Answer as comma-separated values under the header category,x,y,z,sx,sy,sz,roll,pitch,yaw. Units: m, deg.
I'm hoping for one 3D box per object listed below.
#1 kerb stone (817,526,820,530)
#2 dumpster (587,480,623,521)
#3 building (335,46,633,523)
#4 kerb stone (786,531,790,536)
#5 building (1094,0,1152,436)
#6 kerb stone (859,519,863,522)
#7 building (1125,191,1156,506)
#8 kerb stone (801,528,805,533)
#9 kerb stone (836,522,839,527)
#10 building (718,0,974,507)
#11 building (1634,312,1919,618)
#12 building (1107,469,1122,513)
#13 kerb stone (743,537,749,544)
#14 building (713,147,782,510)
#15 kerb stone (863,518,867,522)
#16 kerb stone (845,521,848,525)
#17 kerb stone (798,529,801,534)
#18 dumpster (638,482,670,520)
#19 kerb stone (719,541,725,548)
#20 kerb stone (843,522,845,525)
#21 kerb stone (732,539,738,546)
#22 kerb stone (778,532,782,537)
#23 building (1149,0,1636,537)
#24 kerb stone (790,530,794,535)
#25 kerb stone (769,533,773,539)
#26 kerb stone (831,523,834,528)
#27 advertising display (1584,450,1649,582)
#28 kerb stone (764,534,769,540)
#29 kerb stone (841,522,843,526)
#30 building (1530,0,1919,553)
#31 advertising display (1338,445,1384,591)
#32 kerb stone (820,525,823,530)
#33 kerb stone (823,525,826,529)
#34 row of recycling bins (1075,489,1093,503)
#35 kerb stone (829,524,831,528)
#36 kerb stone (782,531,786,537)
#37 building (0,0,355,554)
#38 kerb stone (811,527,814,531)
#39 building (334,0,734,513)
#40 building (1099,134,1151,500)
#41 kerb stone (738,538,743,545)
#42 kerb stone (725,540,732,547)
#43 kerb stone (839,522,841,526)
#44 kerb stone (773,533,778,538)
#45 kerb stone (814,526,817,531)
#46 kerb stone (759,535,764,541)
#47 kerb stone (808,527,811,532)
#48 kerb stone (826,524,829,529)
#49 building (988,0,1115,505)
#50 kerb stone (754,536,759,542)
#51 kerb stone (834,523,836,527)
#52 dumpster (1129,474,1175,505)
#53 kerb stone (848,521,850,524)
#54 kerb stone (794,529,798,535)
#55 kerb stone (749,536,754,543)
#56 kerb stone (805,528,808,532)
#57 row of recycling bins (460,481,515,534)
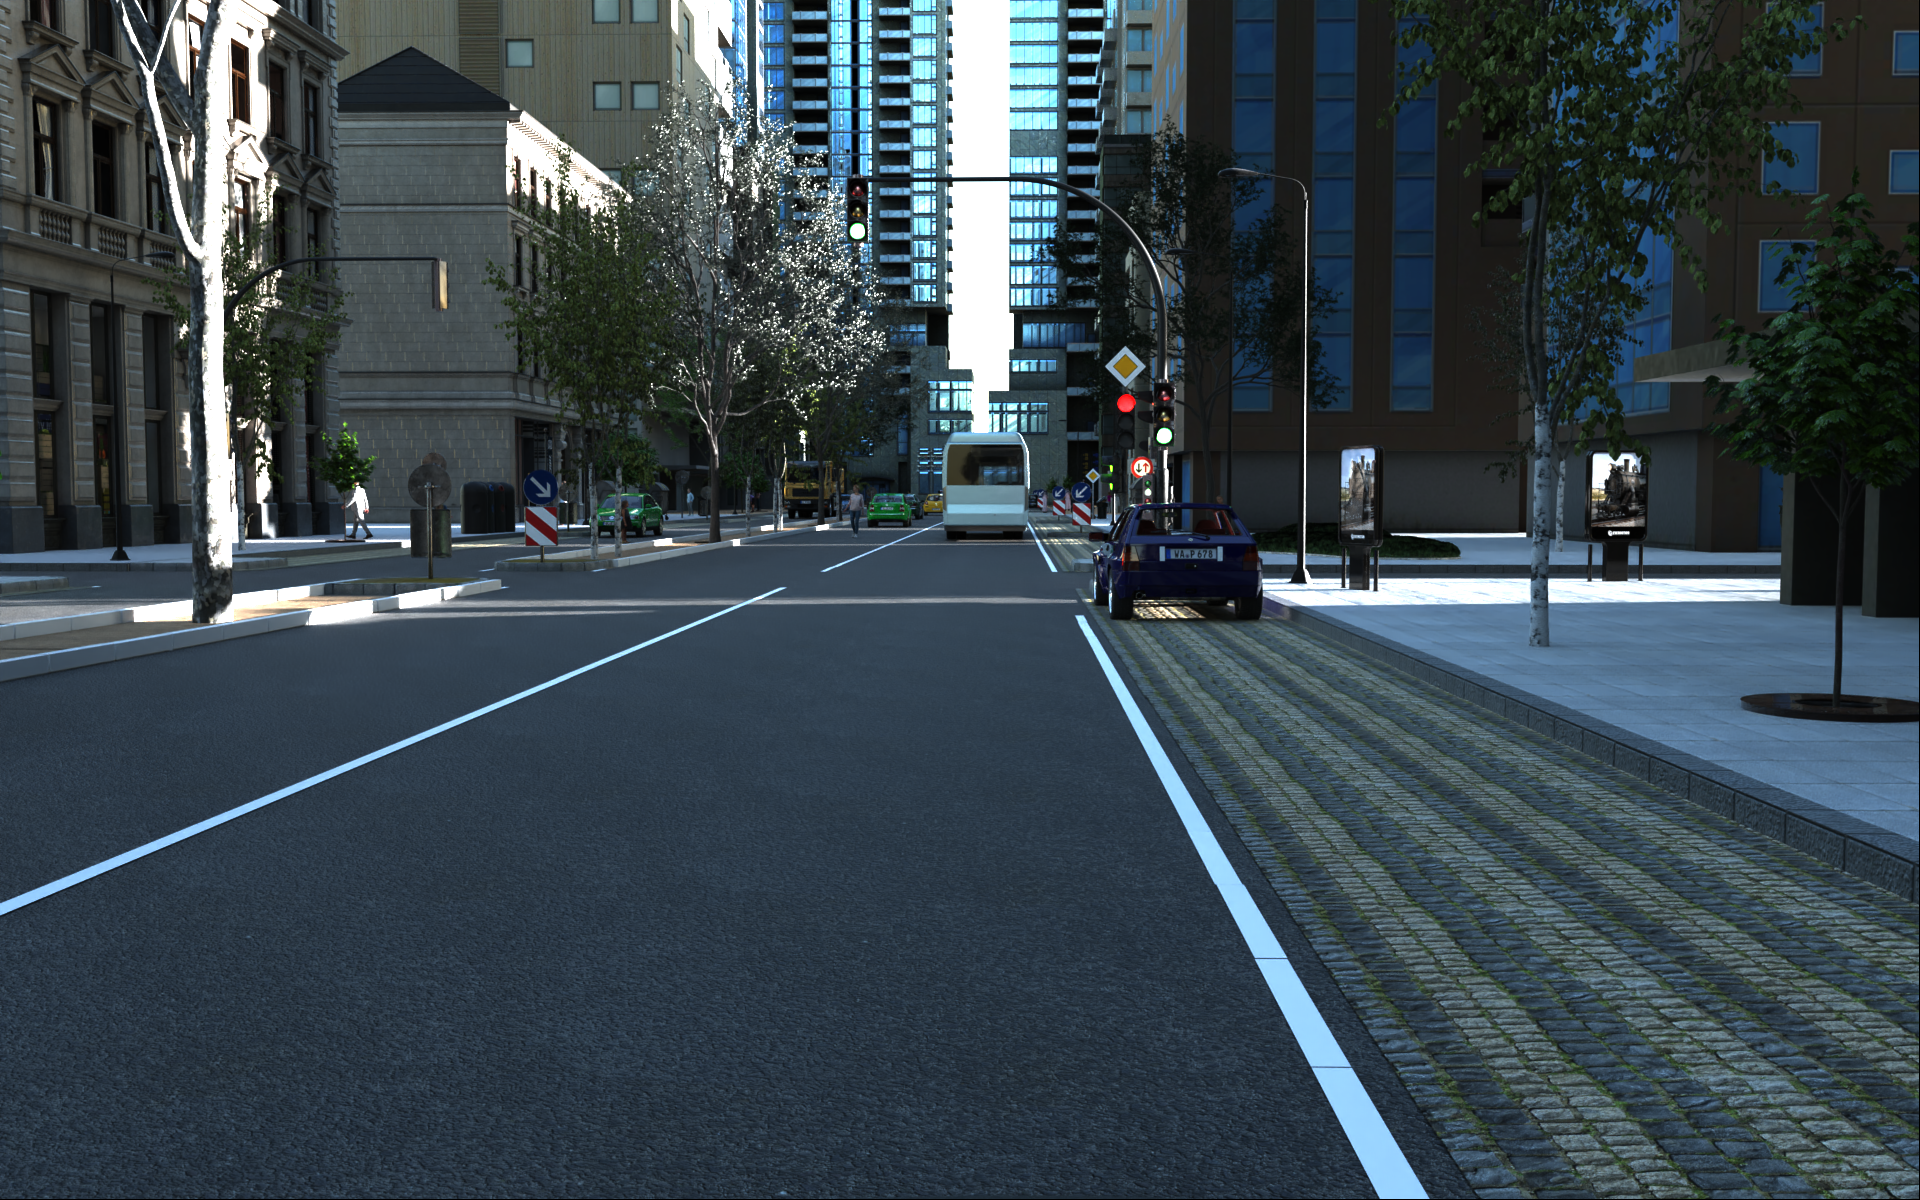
category,x,y,z,sx,sy,sz,roll,pitch,yaw
kerb stone,-5.715,-2.810,68.196,0.120,0.150,1.000,0,4,2
dumpster,-15.231,-4.180,74.105,1.264,1.857,1.865,0,4,2
building,-23.858,-13.785,76.301,10.553,20.767,40.483,0,4,2
kerb stone,-5.991,-2.248,58.949,0.120,0.150,1.000,0,4,2
building,24.280,-33.302,164.103,23.786,49.044,30.456,0,4,2
kerb stone,-5.133,-4.003,87.651,0.120,0.150,1.000,0,4,2
building,23.685,-15.178,93.200,27.650,21.520,28.899,0,4,2
kerb stone,-5.871,-2.499,63.059,0.120,0.150,1.000,0,4,2
kerb stone,-5.503,-3.251,75.354,0.120,0.150,1.000,0,4,2
building,-13.863,-54.563,204.777,31.000,86.520,22.319,0,4,2
building,18.823,-21.495,6.074,22.147,44.769,28.867,0,4,2
building,26.971,-26.337,122.492,32.217,40.220,23.993,0,4,2
kerb stone,-6.269,-1.684,49.733,0.120,0.150,1.000,0,4,2
building,-22.806,-22.773,144.038,14.160,30.474,14.107,0,4,2
kerb stone,-5.034,-4.191,90.727,0.120,0.150,1.000,0,4,2
kerb stone,-5.378,-3.502,79.455,0.120,0.150,1.000,0,4,2
kerb stone,-5.907,-2.434,62.024,0.120,0.150,1.000,0,4,2
dumpster,-14.912,-4.799,84.216,1.264,1.857,1.865,0,4,2
kerb stone,-6.392,-1.429,45.642,0.120,0.150,1.000,0,4,2
kerb stone,-5.413,-3.440,78.433,0.120,0.150,1.000,0,4,2
kerb stone,-6.331,-1.557,47.688,0.120,0.150,1.000,0,4,2
kerb stone,-6.057,-2.122,56.902,0.120,0.150,1.000,0,4,2
building,14.415,-25.205,62.213,14.600,45.320,14.200,0,4,2
kerb stone,-5.963,-2.305,59.981,0.120,0.150,1.000,0,4,2
kerb stone,-6.118,-1.996,54.853,0.120,0.150,1.000,0,4,2
kerb stone,-5.565,-3.125,73.305,0.120,0.150,1.000,0,4,2
advertising display,9.634,-1.236,25.419,0.974,1.923,0.123,-1,4,-14
kerb stone,-6.145,-1.934,53.827,0.120,0.150,1.000,0,4,2
kerb stone,-5.438,-3.377,77.408,0.120,0.150,1.000,0,4,2
building,23.342,-24.024,42.903,14.200,45.320,14.600,0,4,2
advertising display,5.361,-1.100,23.196,0.123,1.923,0.974,-1,4,-17
kerb stone,-5.685,-2.876,69.218,0.120,0.150,1.000,0,4,2
kerb stone,-5.649,-2.938,70.240,0.120,0.150,1.000,0,4,2
row of recycling bins,7.191,-5.742,100.997,1.069,1.692,3.534,0,4,0
kerb stone,-5.588,-3.063,72.283,0.120,0.150,1.000,0,4,2
kerb stone,-6.024,-2.185,57.928,0.120,0.150,1.000,0,4,2
building,-24.810,-13.267,45.790,11.050,23.489,19.941,0,4,2
kerb stone,-5.776,-2.688,66.140,0.120,0.150,1.000,0,4,2
building,-31.187,-32.636,122.836,28.713,52.752,27.495,0,4,2
building,18.361,-22.653,142.070,14.160,30.474,14.107,0,4,2
kerb stone,-6.298,-1.622,48.710,0.120,0.150,1.000,0,4,2
kerb stone,-6.355,-1.490,46.664,0.120,0.150,1.000,0,4,2
kerb stone,-5.471,-3.312,76.383,0.120,0.150,1.000,0,4,2
kerb stone,-6.081,-2.060,55.876,0.120,0.150,1.000,0,4,2
kerb stone,-5.742,-2.746,67.163,0.120,0.150,1.000,0,4,2
kerb stone,-6.178,-1.872,52.805,0.120,0.150,1.000,0,4,2
kerb stone,-5.805,-2.623,65.118,0.120,0.150,1.000,0,4,2
kerb stone,-5.623,-2.999,71.262,0.120,0.150,1.000,0,4,2
building,17.448,-54.502,203.771,31.000,86.520,22.319,0,4,2
kerb stone,-6.203,-1.805,51.777,0.120,0.150,1.000,0,4,2
kerb stone,-5.529,-3.187,74.332,0.120,0.150,1.000,0,4,2
dumpster,5.734,-2.810,51.698,1.264,1.857,1.865,0,4,2
kerb stone,-5.348,-3.561,80.477,0.120,0.150,1.000,0,4,2
kerb stone,-5.928,-2.372,61.002,0.120,0.150,1.000,0,4,2
kerb stone,-6.234,-1.747,50.755,0.120,0.150,1.000,0,4,2
kerb stone,-5.848,-2.558,64.085,0.120,0.150,1.000,0,4,2
row of recycling bins,-15.649,-3.070,57.315,1.069,1.692,3.534,0,4,4
